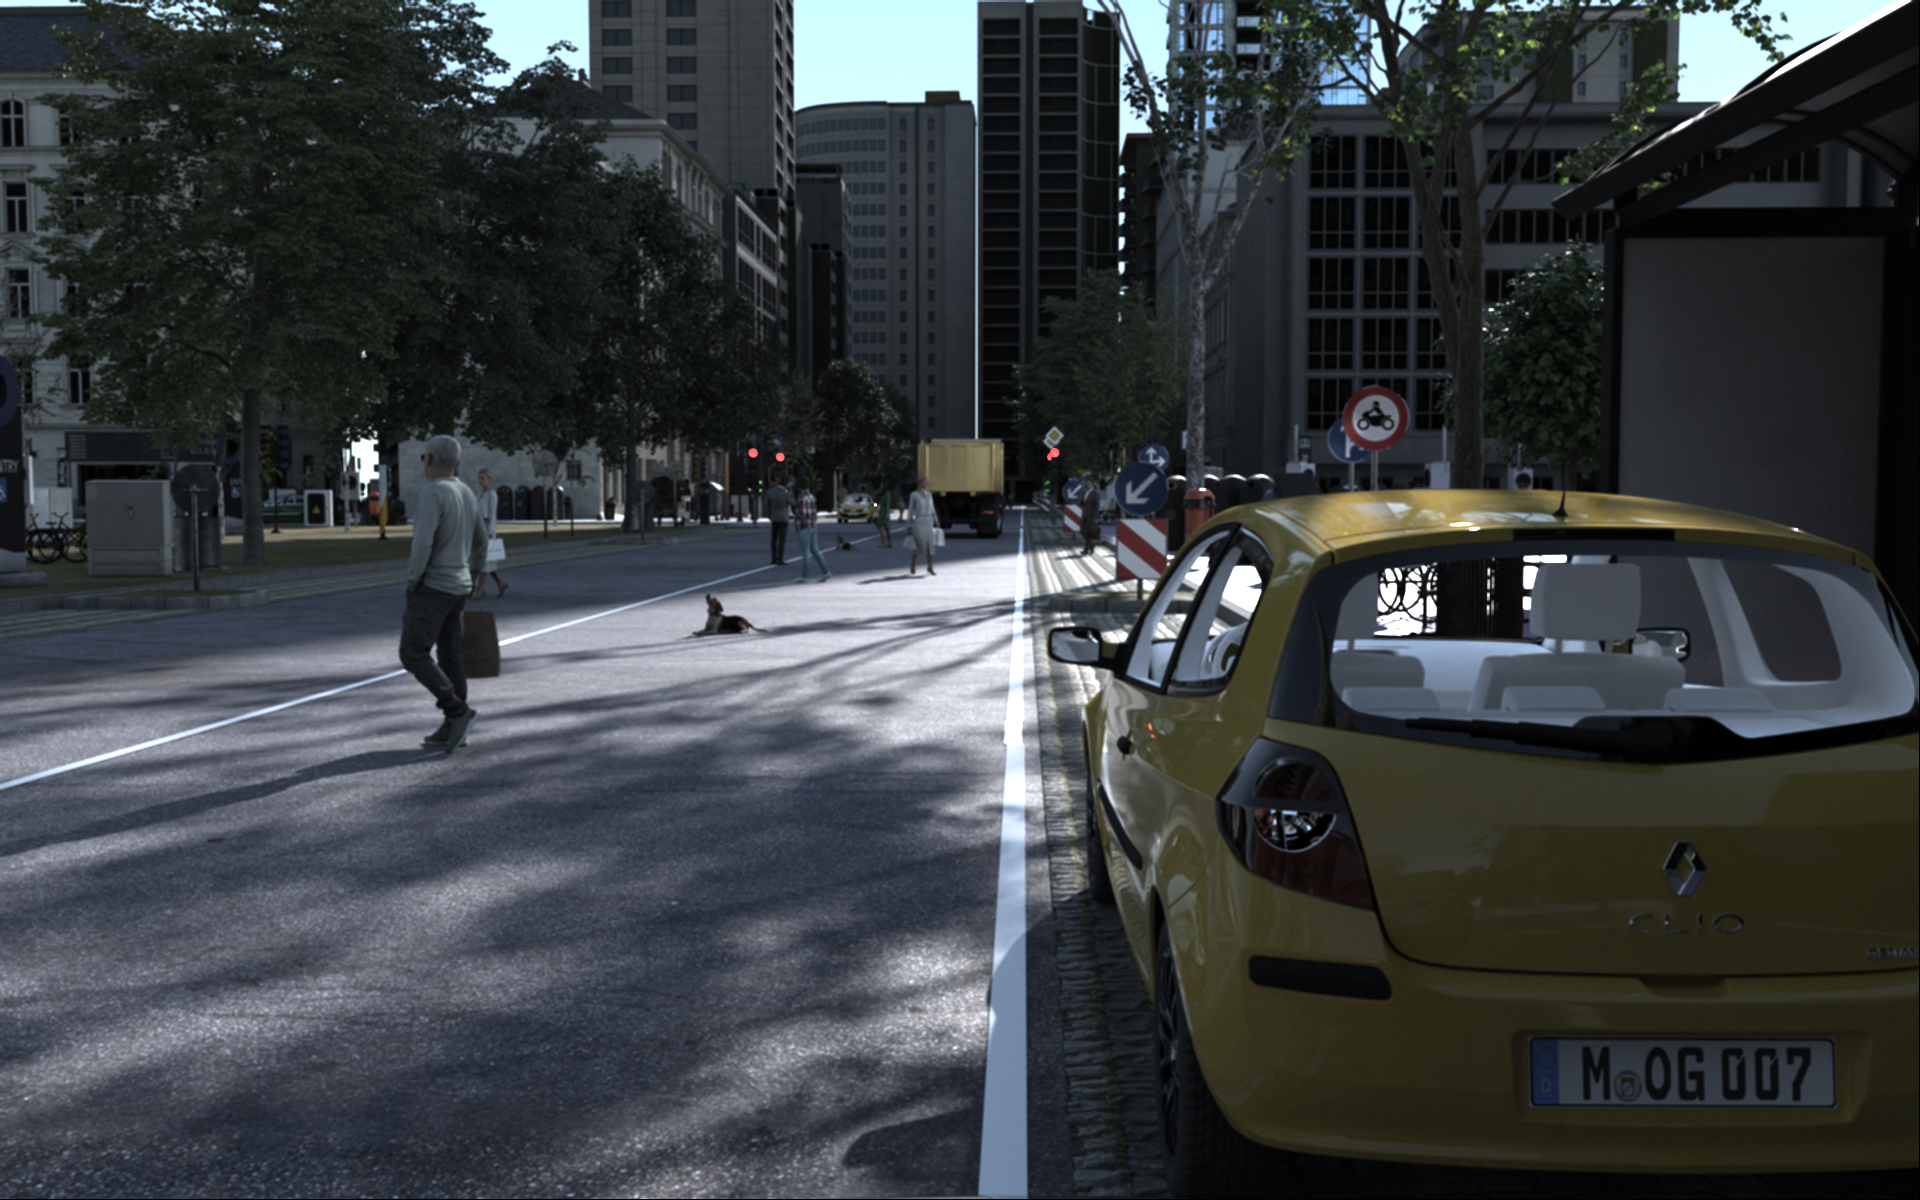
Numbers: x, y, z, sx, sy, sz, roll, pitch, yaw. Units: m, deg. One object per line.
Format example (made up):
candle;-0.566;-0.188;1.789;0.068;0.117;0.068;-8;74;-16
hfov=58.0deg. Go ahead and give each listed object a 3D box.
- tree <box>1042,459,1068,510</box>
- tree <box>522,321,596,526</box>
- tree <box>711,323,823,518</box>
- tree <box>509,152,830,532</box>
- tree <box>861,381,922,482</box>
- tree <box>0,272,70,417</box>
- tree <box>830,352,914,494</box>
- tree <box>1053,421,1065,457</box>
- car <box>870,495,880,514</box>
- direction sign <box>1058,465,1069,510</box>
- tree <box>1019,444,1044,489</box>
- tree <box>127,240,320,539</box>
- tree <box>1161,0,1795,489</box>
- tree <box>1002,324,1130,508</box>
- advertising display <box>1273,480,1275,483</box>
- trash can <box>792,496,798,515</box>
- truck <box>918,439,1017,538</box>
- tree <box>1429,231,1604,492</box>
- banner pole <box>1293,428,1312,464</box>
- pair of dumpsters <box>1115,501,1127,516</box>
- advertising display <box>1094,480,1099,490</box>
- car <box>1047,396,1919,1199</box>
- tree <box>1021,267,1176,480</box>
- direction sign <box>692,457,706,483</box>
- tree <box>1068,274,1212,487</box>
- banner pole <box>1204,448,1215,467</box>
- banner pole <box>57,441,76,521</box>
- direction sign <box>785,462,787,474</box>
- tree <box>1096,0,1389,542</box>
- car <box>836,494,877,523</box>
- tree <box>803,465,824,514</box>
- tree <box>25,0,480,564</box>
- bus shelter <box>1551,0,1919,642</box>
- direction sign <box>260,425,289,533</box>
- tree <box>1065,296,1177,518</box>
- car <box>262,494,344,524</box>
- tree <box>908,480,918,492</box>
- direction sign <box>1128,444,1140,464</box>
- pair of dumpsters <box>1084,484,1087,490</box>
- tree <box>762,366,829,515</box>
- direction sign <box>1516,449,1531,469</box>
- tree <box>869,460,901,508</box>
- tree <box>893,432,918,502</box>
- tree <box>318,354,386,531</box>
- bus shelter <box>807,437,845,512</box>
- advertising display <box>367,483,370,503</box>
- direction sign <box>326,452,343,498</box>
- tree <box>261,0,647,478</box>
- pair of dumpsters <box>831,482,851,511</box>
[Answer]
tree;9.047;-9.814;144.166;4.285;4.588;4.351;0;3;0
tree;-16.230;-7.267;69.170;4.360;8.622;3.978;0;3;0
tree;-10.790;-9.671;92.534;7.601;10.594;8.767;0;4;-1
tree;-11.114;-8.664;58.668;9.611;12.733;9.660;0;3;0
tree;-7.209;-15.685;174.571;7.486;12.596;7.792;0;3;0
tree;-31.240;-6.440;55.649;4.360;8.622;3.978;0;3;0
tree;-8.915;-13.664;140.417;9.611;12.733;9.660;0;3;0
tree;8.111;-9.728;109.420;4.360;8.622;3.978;0;3;0
car;-6.565;-6.774;123.335;1.945;1.354;3.894;0;4;4
direction sign;8.114;-8.806;135.975;0.876;3.537;0.379;-1;4;-20
tree;12.521;-18.943;226.729;9.611;12.733;9.660;0;3;0
tree;-20.837;-6.019;48.768;4.737;8.622;4.395;0;3;0
tree;4.260;-5.448;14.828;9.928;11.665;9.643;0;3;0
tree;8.144;-13.244;123.189;9.857;13.997;8.962;0;3;0
advertising display;14.824;-4.656;81.343;0.974;1.923;0.123;0;4;1
trash can;-9.936;-5.746;105.597;0.748;1.137;0.748;0;3;0
truck;0.164;-3.891;59.537;3.469;3.379;9.791;0;4;3
tree;7.747;-2.321;21.661;4.285;4.588;4.351;0;3;0
banner pole;12.743;-4.577;64.844;0.863;3.779;0.401;1;4;10
pair of dumpsters;8.755;-5.704;95.751;1.574;2.255;4.437;0;4;2
advertising display;6.412;-4.692;81.936;0.123;1.923;0.974;-2;4;-30
car;1.273;0.326;4.896;2.015;1.641;3.980;0;4;1
tree;6.901;-10.301;86.547;7.486;12.596;7.792;0;3;0
direction sign;-16.090;-7.029;106.914;0.876;3.537;0.379;-1;4;-22
tree;6.027;-6.562;57.653;4.737;8.622;4.395;0;3;0
banner pole;13.477;-6.327;93.469;0.863;3.779;0.401;1;4;20
banner pole;-42.413;-5.634;82.138;0.401;3.779;0.863;2;4;31
direction sign;-12.270;-7.938;121.789;0.379;3.537;0.876;1;4;9
tree;6.227;-10.950;34.929;12.611;20.169;13.585;0;3;0
car;-5.121;-4.657;86.360;2.015;1.641;3.980;0;4;3
tree;-9.820;-7.319;114.271;1.663;3.219;1.824;0;3;0
tree;-12.598;-6.941;31.610;7.486;12.596;7.792;0;3;0
bus shelter;4.094;-0.777;6.633;2.014;3.302;5.546;0;4;2
direction sign;-22.592;-3.985;57.146;0.876;3.537;0.379;-1;4;-13
tree;6.170;-7.030;65.301;4.360;8.622;3.978;0;3;0
car;-29.620;-3.944;76.280;4.920;1.459;2.131;0;4;2
tree;-5.850;-14.389;229.858;1.663;3.219;1.824;0;3;0
direction sign;7.899;-5.302;78.690;0.379;3.537;0.876;-2;4;-31
pair of dumpsters;7.661;-6.021;100.942;1.574;2.255;4.437;0;4;2
tree;-9.813;-9.188;100.585;4.360;8.622;3.978;0;3;0
direction sign;27.625;-5.684;84.924;0.876;3.537;0.379;-1;4;-20
tree;-7.163;-11.024;163.957;4.285;4.588;4.351;0;3;0
tree;-6.353;-14.585;188.828;4.360;8.622;3.978;0;3;0
tree;-21.513;-6.707;60.024;4.737;8.622;4.395;0;3;0
bus shelter;-9.861;-9.050;125.597;2.179;5.291;8.768;0;4;2
advertising display;-33.761;-5.763;99.435;0.123;1.923;0.974;0;4;6
direction sign;-33.469;-6.159;92.701;0.876;3.537;0.379;0;4;2
tree;-12.507;-8.274;41.941;9.857;13.997;8.962;0;3;0
pair of dumpsters;-9.308;-7.977;132.921;1.574;2.255;4.437;0;4;2
